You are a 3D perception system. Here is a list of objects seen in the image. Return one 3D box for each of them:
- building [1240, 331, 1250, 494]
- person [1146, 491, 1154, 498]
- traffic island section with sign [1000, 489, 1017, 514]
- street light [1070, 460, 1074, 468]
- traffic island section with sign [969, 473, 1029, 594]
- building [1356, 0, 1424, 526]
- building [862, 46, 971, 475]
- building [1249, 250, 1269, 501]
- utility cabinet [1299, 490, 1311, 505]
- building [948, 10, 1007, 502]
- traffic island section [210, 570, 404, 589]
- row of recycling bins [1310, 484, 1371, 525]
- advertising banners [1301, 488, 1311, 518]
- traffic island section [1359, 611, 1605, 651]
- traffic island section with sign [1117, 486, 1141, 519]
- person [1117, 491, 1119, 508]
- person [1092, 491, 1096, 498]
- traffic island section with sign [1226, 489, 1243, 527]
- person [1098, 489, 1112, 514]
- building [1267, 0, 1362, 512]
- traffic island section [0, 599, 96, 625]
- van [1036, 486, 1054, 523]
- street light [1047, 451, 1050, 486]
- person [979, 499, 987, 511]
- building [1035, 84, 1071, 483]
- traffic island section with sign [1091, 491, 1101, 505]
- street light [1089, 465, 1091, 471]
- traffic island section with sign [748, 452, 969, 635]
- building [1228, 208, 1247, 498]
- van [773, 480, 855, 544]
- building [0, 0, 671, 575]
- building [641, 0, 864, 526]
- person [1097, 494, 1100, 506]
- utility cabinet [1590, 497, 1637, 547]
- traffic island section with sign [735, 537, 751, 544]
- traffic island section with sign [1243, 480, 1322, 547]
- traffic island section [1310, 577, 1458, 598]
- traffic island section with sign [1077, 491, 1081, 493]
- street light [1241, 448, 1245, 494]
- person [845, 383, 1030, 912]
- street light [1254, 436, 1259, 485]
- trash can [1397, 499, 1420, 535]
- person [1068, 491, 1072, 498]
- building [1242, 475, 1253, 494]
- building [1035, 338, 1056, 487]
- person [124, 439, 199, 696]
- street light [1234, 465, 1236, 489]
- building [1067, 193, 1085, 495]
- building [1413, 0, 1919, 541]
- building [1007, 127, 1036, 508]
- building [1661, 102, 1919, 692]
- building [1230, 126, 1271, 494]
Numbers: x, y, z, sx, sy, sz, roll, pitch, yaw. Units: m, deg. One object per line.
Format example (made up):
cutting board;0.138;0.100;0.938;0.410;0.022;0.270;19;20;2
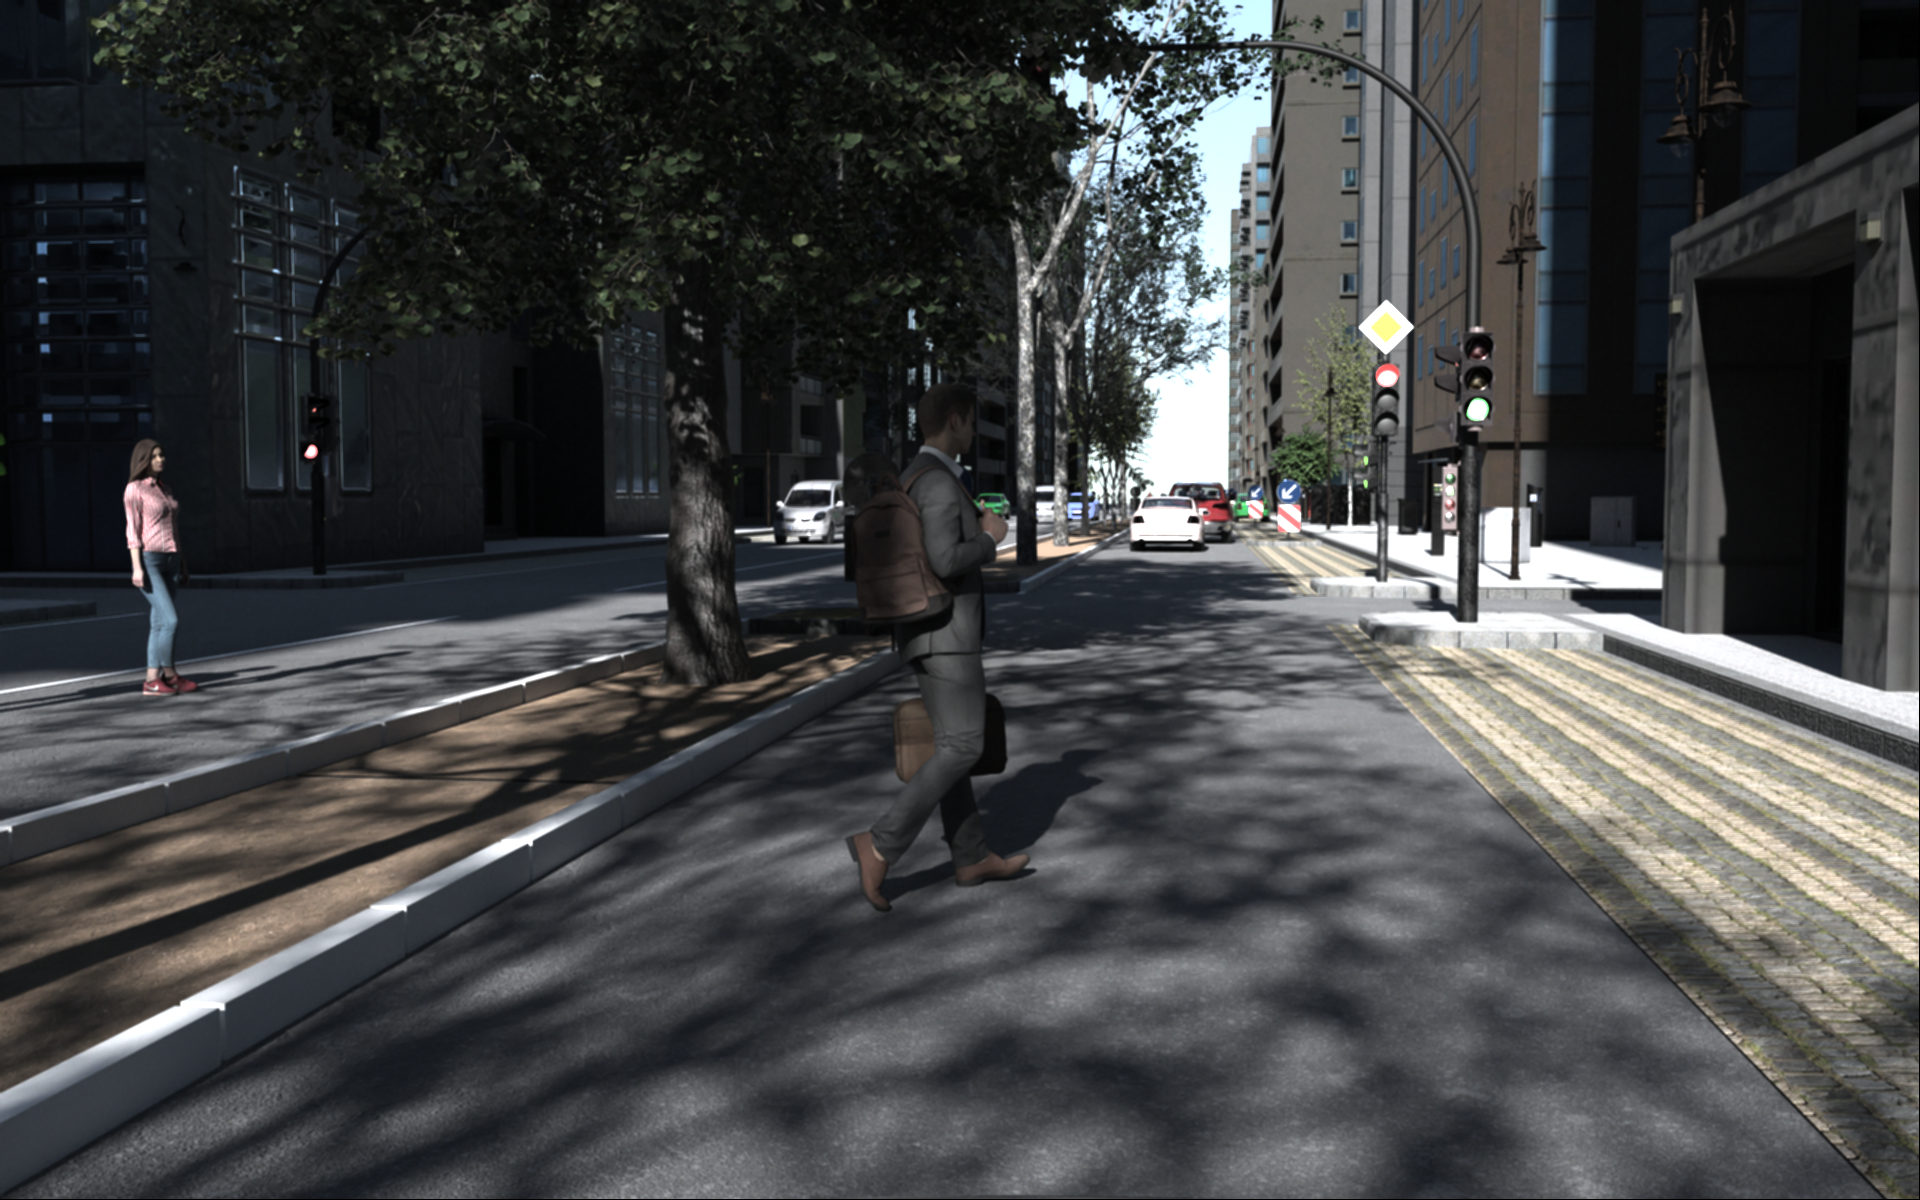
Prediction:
building;46.127;-21.465;195.986;27.650;21.520;28.899;0;4;8
person;25.526;-13.704;232.501;1.348;1.831;0.705;-2;4;-28
traffic island section with sign;3.267;-7.184;126.087;1.989;1.847;2.006;0;4;8
street light;14.393;-15.263;222.335;0.468;5.910;1.993;0;4;8
traffic island section with sign;-0.042;-1.081;25.817;2.006;1.907;1.989;0;4;8
building;29.445;-32.909;80.056;21.231;58.520;28.212;0;4;8
building;-12.103;-30.495;118.205;23.786;49.044;30.456;0;4;8
building;37.280;-17.741;135.097;27.650;21.520;28.899;0;4;8
utility cabinet;19.587;-5.433;97.504;1.173;1.500;0.318;2;4;27
building;-7.816;-31.845;144.362;21.300;48.544;21.600;0;4;8
traffic island section;-10.200;-0.322;27.547;2.009;0.180;2.903;0;4;8
row of recycling bins;16.062;-4.046;73.271;1.069;1.692;3.534;-2;4;-26
advertising banners;19.220;-6.022;94.653;2.074;3.025;0.090;3;5;42
traffic island section;5.107;0.299;17.398;2.009;0.180;2.903;0;4;8
traffic island section with sign;10.126;-5.635;100.267;2.006;1.907;1.989;0;4;8
person;15.892;-10.099;174.446;0.721;1.723;1.217;0;4;6
person;14.465;-11.058;190.024;1.217;1.735;0.721;-3;4;-37
traffic island section with sign;12.613;-4.040;74.679;1.989;1.847;2.006;0;4;8
person;10.316;-6.973;122.513;1.348;1.823;0.705;-2;4;-27
building;30.887;-29.720;109.626;21.300;48.544;21.600;0;4;8
traffic island section;-11.282;0.162;19.635;2.009;0.180;2.903;0;4;8
van;4.208;-4.720;84.186;2.013;2.044;4.112;1;4;9
street light;9.517;-13.050;186.155;0.468;5.910;1.993;0;4;8
person;1.361;-4.818;92.779;0.738;1.151;1.012;3;4;39
building;0.449;-39.128;228.985;28.713;52.752;27.495;0;4;8
traffic island section with sign;18.124;-13.826;234.689;1.989;1.847;2.006;0;4;8
street light;19.396;-17.487;258.695;0.468;5.910;1.993;0;4;8
traffic island section with sign;-1.055;-0.633;18.479;2.006;1.907;1.989;0;4;8
building;45.713;-34.567;248.763;14.154;41.232;14.086;0;4;8
van;-4.248;-2.679;50.814;2.013;2.044;4.112;1;4;9
building;-20.774;-44.586;41.652;22.319;86.520;31.000;0;4;8
building;-12.191;-23.794;72.634;14.154;41.232;14.086;0;4;8
person;13.211;-9.402;165.477;0.557;1.426;1.065;1;4;10
utility cabinet;15.886;-1.894;42.124;1.020;1.237;0.306;3;5;41
traffic island section with sign;-7.122;-2.534;50.052;1.989;1.847;2.006;0;4;8
traffic island section with sign;8.965;-2.406;47.971;1.989;1.847;2.006;0;4;8
traffic island section;6.189;-0.185;25.310;2.009;0.180;2.903;0;4;8
traffic island section with sign;14.384;-12.155;207.363;1.989;1.847;2.006;0;4;8
street light;30.134;-12.950;184.515;0.468;5.910;1.993;0;4;8
person;-0.098;0.138;6.213;0.822;1.834;0.622;-2;4;-29
street light;23.717;-10.149;138.721;0.468;5.910;1.993;0;4;8
trash can;14.137;-2.628;54.614;0.748;1.137;0.748;0;3;0
person;11.256;-10.279;177.224;0.621;1.740;0.551;1;4;11
building;42.770;-28.657;160.419;32.217;40.220;23.993;0;4;8
building;-2.729;-21.790;201.302;27.650;21.520;28.899;0;4;8
person;-5.708;-0.232;12.309;0.388;1.821;0.555;0;4;1
street light;34.995;-15.163;220.696;0.468;5.910;1.993;0;4;8
building;10.533;-36.620;248.840;14.600;45.320;14.200;0;4;8
building;21.878;-24.584;52.068;14.600;45.320;14.200;0;4;8
building;-0.496;-29.302;162.681;14.154;41.232;14.086;0;4;8
building;15.467;-34.537;2.938;20.563;71.187;20.611;0;4;8
building;47.598;-37.078;225.832;23.786;49.044;30.456;0;4;8
